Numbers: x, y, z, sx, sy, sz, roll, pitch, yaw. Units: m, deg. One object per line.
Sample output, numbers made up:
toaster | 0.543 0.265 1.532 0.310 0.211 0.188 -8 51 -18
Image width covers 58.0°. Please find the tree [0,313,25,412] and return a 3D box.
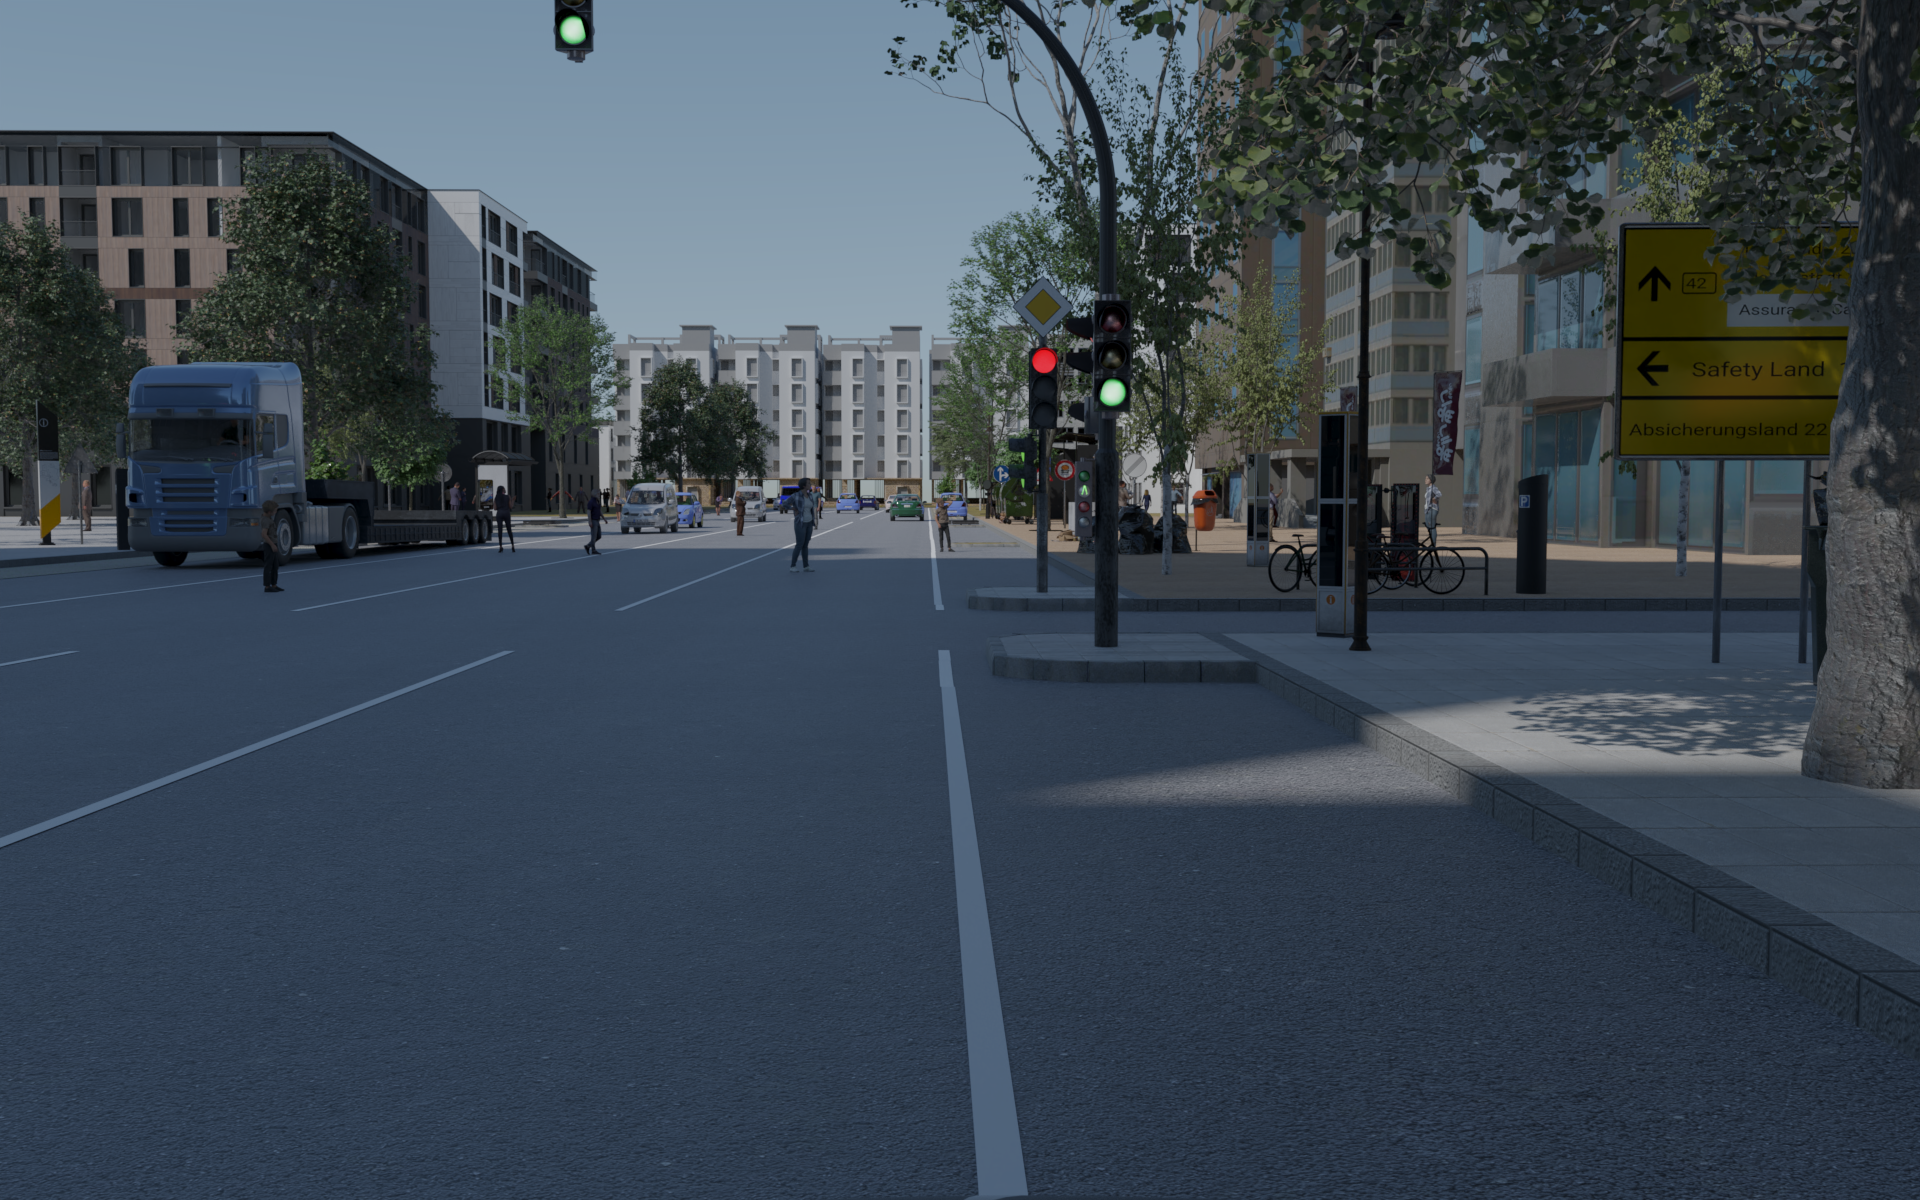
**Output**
tree | -30.330 -6.200 51.727 4.360 8.622 3.978 0 3 0

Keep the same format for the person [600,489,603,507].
person | -34.769 -9.853 167.151 1.348 1.822 0.705 3 5 42

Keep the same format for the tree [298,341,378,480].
tree | -28.220 -7.792 77.753 4.737 8.622 4.395 0 3 0

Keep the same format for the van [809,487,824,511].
van | -12.724 -8.777 147.891 2.240 2.365 5.245 0 4 -2

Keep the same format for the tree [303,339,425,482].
tree | -32.333 -9.703 93.059 8.767 10.594 7.601 1 4 8

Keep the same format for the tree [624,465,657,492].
tree | -21.336 -7.291 113.808 1.663 3.219 1.824 0 3 0

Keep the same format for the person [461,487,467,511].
person | -31.476 -6.292 109.833 0.530 1.710 0.541 1 4 23

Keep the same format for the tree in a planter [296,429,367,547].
tree in a planter | -17.462 -3.079 47.565 1.991 3.239 1.994 0 4 -1

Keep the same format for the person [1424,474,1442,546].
person | 10.860 -2.022 39.820 0.376 1.734 0.841 1 4 13

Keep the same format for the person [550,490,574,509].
person | -23.614 -5.921 102.812 1.348 1.831 0.705 0 4 -7

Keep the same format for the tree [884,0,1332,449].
tree | 3.848 -11.225 39.423 12.611 20.169 13.585 0 3 0

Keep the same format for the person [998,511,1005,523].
person | 1.886 -3.594 75.281 0.357 0.543 0.381 -3 5 -42

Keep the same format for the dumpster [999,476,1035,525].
dumpster | 2.457 -4.334 73.357 1.502 2.255 1.985 0 4 -1

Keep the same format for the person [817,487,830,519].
person | -8.089 -5.540 99.215 1.348 1.807 0.705 -2 4 -33

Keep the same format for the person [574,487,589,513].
person | -25.210 -6.654 115.394 0.990 1.755 0.434 -1 4 -17

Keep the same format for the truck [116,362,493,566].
truck | -14.709 -3.149 41.237 2.967 4.110 18.799 0 4 -1

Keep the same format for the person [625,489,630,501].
person | -22.072 -6.644 115.604 0.436 1.711 0.756 -2 4 -26

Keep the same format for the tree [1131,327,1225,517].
tree | 9.376 -7.653 75.489 4.360 8.622 3.978 0 3 0

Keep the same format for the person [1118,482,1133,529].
person | 5.972 -3.440 63.018 0.841 1.734 0.376 -2 4 -30

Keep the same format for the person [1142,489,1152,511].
person | 9.129 -4.662 84.813 0.480 1.512 0.613 1 4 11

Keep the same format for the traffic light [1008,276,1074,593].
traffic light | 1.053 -2.053 22.484 0.839 4.253 0.868 0 4 -1

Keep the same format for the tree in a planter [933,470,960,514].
tree in a planter | -0.858 -7.814 124.976 1.991 3.239 1.994 0 4 -1

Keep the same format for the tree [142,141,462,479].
tree | -21.283 -8.540 56.631 9.611 12.733 9.660 0 3 0

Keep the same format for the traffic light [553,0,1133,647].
traffic light | -0.885 -2.425 14.319 4.771 5.953 1.251 0 4 -1

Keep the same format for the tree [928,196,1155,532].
tree | 3.117 -8.180 59.499 9.928 11.665 9.643 0 3 0

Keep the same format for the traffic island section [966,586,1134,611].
traffic island section | 1.093 -0.019 22.598 2.009 0.180 2.903 0 4 -1

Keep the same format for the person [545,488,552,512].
person | -28.839 -7.002 121.343 0.721 1.723 1.217 0 4 1

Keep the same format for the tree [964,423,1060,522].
tree | 2.969 -5.898 80.152 4.285 4.588 4.351 0 3 0

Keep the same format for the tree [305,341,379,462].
tree | -30.183 -8.148 83.580 4.360 8.622 3.978 0 3 0

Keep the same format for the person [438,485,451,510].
person | -31.093 -6.074 105.360 1.348 1.823 0.705 0 4 1

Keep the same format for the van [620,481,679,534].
van | -11.469 -3.489 64.049 2.013 2.044 4.112 0 4 -1

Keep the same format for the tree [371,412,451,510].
tree | -21.236 -5.072 66.638 4.285 4.588 4.351 0 3 0

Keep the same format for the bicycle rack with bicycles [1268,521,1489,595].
bicycle rack with bicycles | 5.413 -0.567 22.651 2.925 0.926 2.852 -1 4 -13

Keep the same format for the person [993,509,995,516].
person | 1.879 -5.831 102.181 0.742 1.727 0.445 1 4 23

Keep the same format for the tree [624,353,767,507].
tree | -22.785 -13.718 141.301 9.611 12.733 9.660 0 3 0

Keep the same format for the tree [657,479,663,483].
tree | -21.147 -7.604 118.920 1.663 3.219 1.824 0 3 0

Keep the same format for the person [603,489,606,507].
person | -34.779 -9.987 169.358 0.705 1.821 1.348 2 4 31

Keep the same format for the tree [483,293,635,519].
tree | -21.093 -10.099 90.867 9.928 11.665 9.643 0 3 0

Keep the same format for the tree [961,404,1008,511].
tree | 1.712 -11.270 134.634 4.360 8.622 3.978 0 3 0

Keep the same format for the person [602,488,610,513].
person | -24.601 -6.946 120.438 0.721 1.723 1.217 1 4 9

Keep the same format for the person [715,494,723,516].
person | -15.959 -6.305 114.818 0.421 1.427 0.697 -3 5 -42

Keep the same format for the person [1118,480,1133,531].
person | 5.721 -3.292 60.391 0.750 1.759 0.617 -3 5 -43

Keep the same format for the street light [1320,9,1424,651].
street light | 3.287 -2.524 14.048 0.468 5.910 1.993 0 4 -1

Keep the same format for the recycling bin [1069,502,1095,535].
recycling bin | 3.755 -2.486 53.200 0.722 1.027 0.722 0 4 -7

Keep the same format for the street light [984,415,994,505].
street light | 1.632 -7.616 97.304 0.468 5.910 1.993 0 4 -1

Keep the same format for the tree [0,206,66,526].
tree | -37.627 -9.330 69.559 9.611 12.733 9.660 0 3 0

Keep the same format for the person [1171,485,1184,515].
person | 12.550 -5.847 101.627 1.348 1.826 0.705 2 4 33

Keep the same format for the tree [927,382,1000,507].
tree | 0.185 -15.596 173.122 7.486 12.596 7.792 0 3 0

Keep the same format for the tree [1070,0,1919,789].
tree | 4.286 -6.166 7.474 9.857 13.997 8.962 0 3 0

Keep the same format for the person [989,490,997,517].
person | 1.922 -5.447 95.782 0.600 1.739 0.565 1 4 22

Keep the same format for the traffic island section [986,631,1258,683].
traffic island section | 1.245 0.469 14.615 2.009 0.180 2.903 0 4 -1

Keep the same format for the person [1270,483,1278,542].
person | 8.276 -2.341 46.387 0.319 1.574 0.516 -2 4 -29

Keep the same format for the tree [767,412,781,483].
tree | -22.271 -15.402 168.837 9.611 12.733 9.660 0 3 0

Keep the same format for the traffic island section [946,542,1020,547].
traffic island section | 0.615 -1.517 47.674 1.991 0.108 1.994 0 4 -1

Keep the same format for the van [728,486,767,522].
van | -10.938 -5.048 89.551 2.013 2.044 4.112 0 4 -3

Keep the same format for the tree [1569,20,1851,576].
tree | 11.422 -4.683 26.936 4.737 8.622 4.395 0 3 0

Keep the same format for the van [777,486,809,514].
van | -12.042 -7.457 126.307 2.240 2.365 5.245 0 4 -1

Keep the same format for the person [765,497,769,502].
person | -14.030 -6.887 121.043 1.348 1.831 0.705 1 4 16

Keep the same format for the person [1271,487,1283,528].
person | 12.007 -3.578 66.004 0.517 1.644 0.566 -3 5 -42

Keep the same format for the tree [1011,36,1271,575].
tree | 3.066 -4.700 27.206 4.737 8.622 4.395 0 3 0
